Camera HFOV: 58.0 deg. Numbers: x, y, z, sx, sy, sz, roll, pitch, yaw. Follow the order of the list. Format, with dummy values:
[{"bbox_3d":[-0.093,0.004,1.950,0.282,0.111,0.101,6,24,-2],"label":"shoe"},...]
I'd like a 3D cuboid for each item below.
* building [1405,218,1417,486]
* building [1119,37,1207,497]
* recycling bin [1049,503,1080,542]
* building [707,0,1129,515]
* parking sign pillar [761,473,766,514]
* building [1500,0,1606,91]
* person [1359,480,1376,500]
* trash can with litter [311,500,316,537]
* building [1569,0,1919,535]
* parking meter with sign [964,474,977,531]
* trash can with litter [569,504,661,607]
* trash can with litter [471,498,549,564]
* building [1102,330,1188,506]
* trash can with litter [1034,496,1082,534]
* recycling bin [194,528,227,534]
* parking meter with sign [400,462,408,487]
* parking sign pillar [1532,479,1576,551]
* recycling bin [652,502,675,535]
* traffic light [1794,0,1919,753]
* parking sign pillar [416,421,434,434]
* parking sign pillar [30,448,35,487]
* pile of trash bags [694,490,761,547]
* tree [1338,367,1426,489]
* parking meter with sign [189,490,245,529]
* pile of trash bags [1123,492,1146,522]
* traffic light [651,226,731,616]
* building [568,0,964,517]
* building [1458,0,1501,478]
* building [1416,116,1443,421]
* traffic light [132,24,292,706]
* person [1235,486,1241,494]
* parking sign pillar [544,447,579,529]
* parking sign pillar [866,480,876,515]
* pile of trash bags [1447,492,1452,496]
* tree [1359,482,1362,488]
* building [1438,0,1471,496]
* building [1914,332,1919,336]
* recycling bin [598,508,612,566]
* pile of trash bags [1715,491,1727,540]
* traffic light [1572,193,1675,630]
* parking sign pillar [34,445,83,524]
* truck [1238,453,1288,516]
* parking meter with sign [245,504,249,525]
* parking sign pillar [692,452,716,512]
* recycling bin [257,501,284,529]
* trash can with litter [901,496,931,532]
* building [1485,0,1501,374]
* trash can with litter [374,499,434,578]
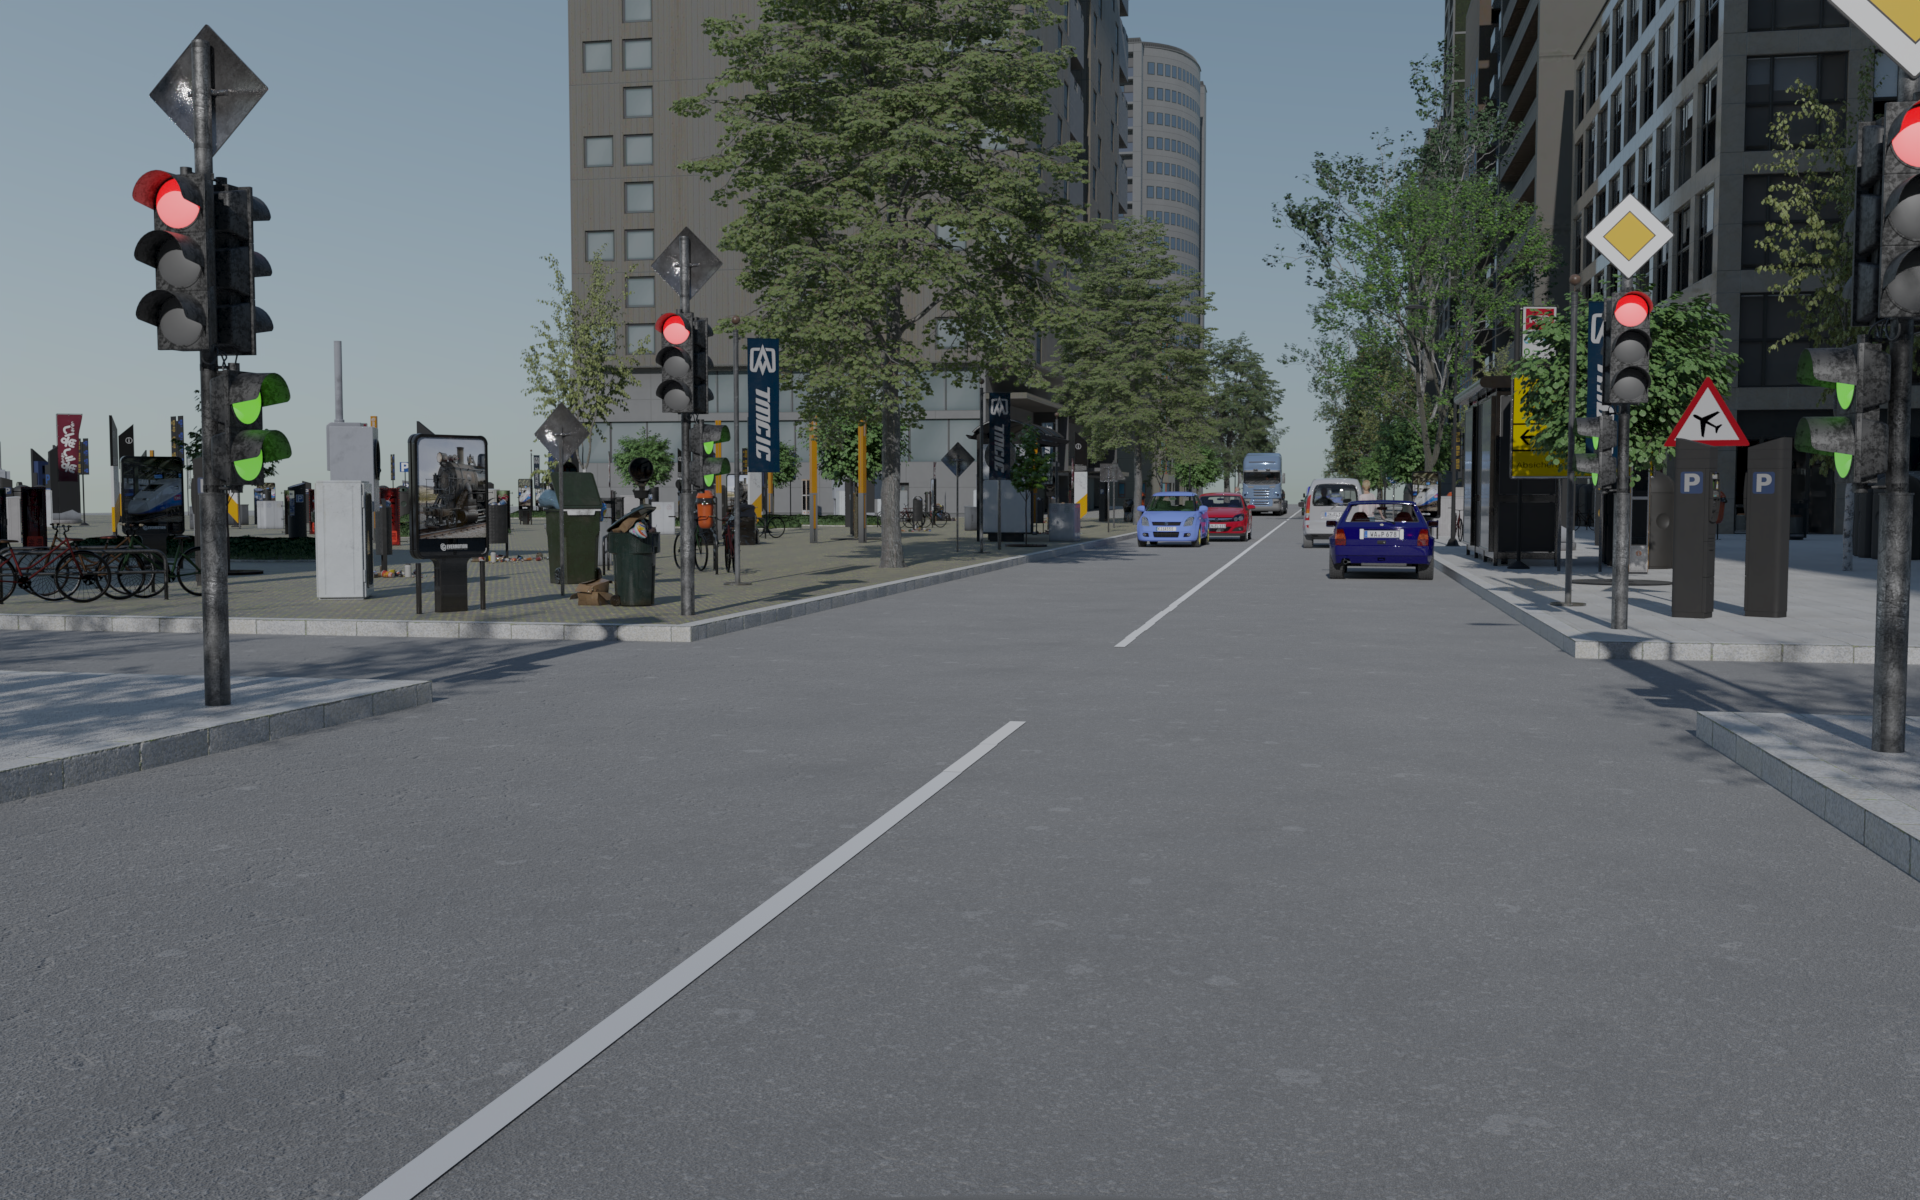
[{"bbox_3d":[67.851,-33.733,235.136,14.154,41.232,14.086,1,4,12],"label":"building"},{"bbox_3d":[20.524,-41.868,226.545,21.231,58.520,28.212,1,4,12],"label":"building"},{"bbox_3d":[2.840,-2.109,47.031,0.722,1.027,0.722,1,4,18],"label":"recycling bin"},{"bbox_3d":[-1.316,-33.497,136.914,28.713,52.752,27.495,1,4,12],"label":"building"},{"bbox_3d":[-9.461,-5.712,81.865,1.447,3.967,1.447,0,4,1],"label":"parking sign pillar"},{"bbox_3d":[42.560,-28.994,97.758,21.300,48.544,21.600,1,4,12],"label":"building"},{"bbox_3d":[9.089,-1.762,37.975,0.731,1.740,0.598,-3,5,-42],"label":"person"},{"bbox_3d":[-15.202,-1.879,42.110,1.055,1.170,0.624,1,4,11],"label":"trash can with litter"},{"bbox_3d":[36.909,-16.198,69.357,19.350,26.468,34.151,1,4,12],"label":"building"},{"bbox_3d":[0.914,-3.953,60.891,1.738,3.016,0.543,-3,5,-42],"label":"parking meter with sign"},{"bbox_3d":[-3.977,-0.519,19.877,1.055,1.170,0.624,1,4,15],"label":"trash can with litter"},{"bbox_3d":[-8.493,-1.351,33.141,1.678,1.210,2.233,2,4,33],"label":"trash can with litter"},{"bbox_3d":[11.557,-21.736,200.426,27.650,21.520,28.899,1,4,12],"label":"building"},{"bbox_3d":[2.764,-2.704,55.274,2.233,1.210,1.678,1,4,19],"label":"trash can with litter"},{"bbox_3d":[-20.155,-2.081,46.585,0.722,1.027,0.722,-2,4,-35],"label":"recycling bin"},{"bbox_3d":[-30.316,-6.043,95.060,0.543,3.016,1.738,-1,4,-10],"label":"parking meter with sign"},{"bbox_3d":[13.378,-3.129,39.625,1.447,3.967,1.447,0,4,2],"label":"parking sign pillar"},{"bbox_3d":[-9.393,-2.587,54.852,0.722,1.027,0.722,-1,4,-10],"label":"recycling bin"},{"bbox_3d":[4.617,-1.200,8.537,0.839,4.253,0.868,1,4,12],"label":"traffic light"},{"bbox_3d":[-19.427,-4.591,63.541,1.447,3.967,1.447,1,4,22],"label":"parking sign pillar"},{"bbox_3d":[-54.389,-6.987,102.706,1.447,3.967,1.447,1,4,17],"label":"parking sign pillar"},{"bbox_3d":[-6.064,-2.054,43.340,1.912,1.369,3.447,0,4,2],"label":"pile of trash bags"},{"bbox_3d":[24.903,-9.183,100.506,4.737,8.622,4.395,0,3,0],"label":"tree"},{"bbox_3d":[-27.170,-4.091,63.150,1.738,3.016,0.543,-1,4,-11],"label":"parking meter with sign"},{"bbox_3d":[8.503,-4.319,80.361,1.912,1.369,3.447,0,3,0],"label":"pile of trash bags"},{"bbox_3d":[-2.868,-1.793,18.235,0.839,4.253,0.868,1,4,12],"label":"traffic light"},{"bbox_3d":[-6.904,-31.853,110.043,28.713,52.752,27.495,1,4,12],"label":"building"},{"bbox_3d":[49.991,-30.322,145.868,14.600,45.320,14.200,1,4,12],"label":"building"},{"bbox_3d":[68.608,-36.261,216.563,21.300,48.544,21.600,1,4,12],"label":"building"},{"bbox_3d":[-4.502,-1.315,10.419,0.839,4.253,0.868,1,4,12],"label":"traffic light"},{"bbox_3d":[12.499,-4.247,78.339,0.834,1.777,0.661,1,4,15],"label":"person"},{"bbox_3d":[-14.567,-4.598,63.644,1.447,3.967,1.447,3,5,39],"label":"parking sign pillar"},{"bbox_3d":[-4.051,-5.421,77.107,1.447,3.967,1.447,0,4,-7],"label":"parking sign pillar"},{"bbox_3d":[23.329,-4.130,77.282,3.447,1.369,1.912,-1,4,-11],"label":"pile of trash bags"},{"bbox_3d":[40.207,-11.039,175.085,1.663,3.219,1.824,0,3,0],"label":"tree"},{"bbox_3d":[63.298,-46.312,195.458,20.563,71.187,20.611,1,4,12],"label":"building"},{"bbox_3d":[40.789,-15.238,25.555,44.131,29.872,17.030,1,4,12],"label":"building"},{"bbox_3d":[-6.714,-1.124,30.937,0.722,1.027,0.722,2,4,29],"label":"recycling bin"},{"bbox_3d":[20.077,-2.423,49.365,3.447,1.369,1.912,3,5,44],"label":"pile of trash bags"},{"bbox_3d":[6.250,-1.678,16.354,0.839,4.253,0.868,1,4,12],"label":"traffic light"},{"bbox_3d":[-38.844,-5.290,74.971,1.447,3.967,1.447,2,4,35],"label":"parking sign pillar"},{"bbox_3d":[21.168,-7.938,119.551,2.967,4.110,18.799,1,4,12],"label":"truck"},{"bbox_3d":[-30.089,-4.576,71.083,0.543,3.016,1.738,2,4,31],"label":"parking meter with sign"},{"bbox_3d":[-11.967,-5.712,81.858,1.447,3.967,1.447,-2,4,-32],"label":"parking sign pillar"},{"bbox_3d":[-25.321,-3.122,63.600,0.722,1.027,0.722,-3,5,-44],"label":"recycling bin"},{"bbox_3d":[-1.757,-2.956,59.389,1.678,1.210,2.233,2,4,33],"label":"trash can with litter"},{"bbox_3d":[49.742,-30.775,122.787,23.786,49.044,30.456,1,4,12],"label":"building"},{"bbox_3d":[-8.984,-0.991,27.265,1.678,1.210,2.233,-1,4,-22],"label":"trash can with litter"}]
